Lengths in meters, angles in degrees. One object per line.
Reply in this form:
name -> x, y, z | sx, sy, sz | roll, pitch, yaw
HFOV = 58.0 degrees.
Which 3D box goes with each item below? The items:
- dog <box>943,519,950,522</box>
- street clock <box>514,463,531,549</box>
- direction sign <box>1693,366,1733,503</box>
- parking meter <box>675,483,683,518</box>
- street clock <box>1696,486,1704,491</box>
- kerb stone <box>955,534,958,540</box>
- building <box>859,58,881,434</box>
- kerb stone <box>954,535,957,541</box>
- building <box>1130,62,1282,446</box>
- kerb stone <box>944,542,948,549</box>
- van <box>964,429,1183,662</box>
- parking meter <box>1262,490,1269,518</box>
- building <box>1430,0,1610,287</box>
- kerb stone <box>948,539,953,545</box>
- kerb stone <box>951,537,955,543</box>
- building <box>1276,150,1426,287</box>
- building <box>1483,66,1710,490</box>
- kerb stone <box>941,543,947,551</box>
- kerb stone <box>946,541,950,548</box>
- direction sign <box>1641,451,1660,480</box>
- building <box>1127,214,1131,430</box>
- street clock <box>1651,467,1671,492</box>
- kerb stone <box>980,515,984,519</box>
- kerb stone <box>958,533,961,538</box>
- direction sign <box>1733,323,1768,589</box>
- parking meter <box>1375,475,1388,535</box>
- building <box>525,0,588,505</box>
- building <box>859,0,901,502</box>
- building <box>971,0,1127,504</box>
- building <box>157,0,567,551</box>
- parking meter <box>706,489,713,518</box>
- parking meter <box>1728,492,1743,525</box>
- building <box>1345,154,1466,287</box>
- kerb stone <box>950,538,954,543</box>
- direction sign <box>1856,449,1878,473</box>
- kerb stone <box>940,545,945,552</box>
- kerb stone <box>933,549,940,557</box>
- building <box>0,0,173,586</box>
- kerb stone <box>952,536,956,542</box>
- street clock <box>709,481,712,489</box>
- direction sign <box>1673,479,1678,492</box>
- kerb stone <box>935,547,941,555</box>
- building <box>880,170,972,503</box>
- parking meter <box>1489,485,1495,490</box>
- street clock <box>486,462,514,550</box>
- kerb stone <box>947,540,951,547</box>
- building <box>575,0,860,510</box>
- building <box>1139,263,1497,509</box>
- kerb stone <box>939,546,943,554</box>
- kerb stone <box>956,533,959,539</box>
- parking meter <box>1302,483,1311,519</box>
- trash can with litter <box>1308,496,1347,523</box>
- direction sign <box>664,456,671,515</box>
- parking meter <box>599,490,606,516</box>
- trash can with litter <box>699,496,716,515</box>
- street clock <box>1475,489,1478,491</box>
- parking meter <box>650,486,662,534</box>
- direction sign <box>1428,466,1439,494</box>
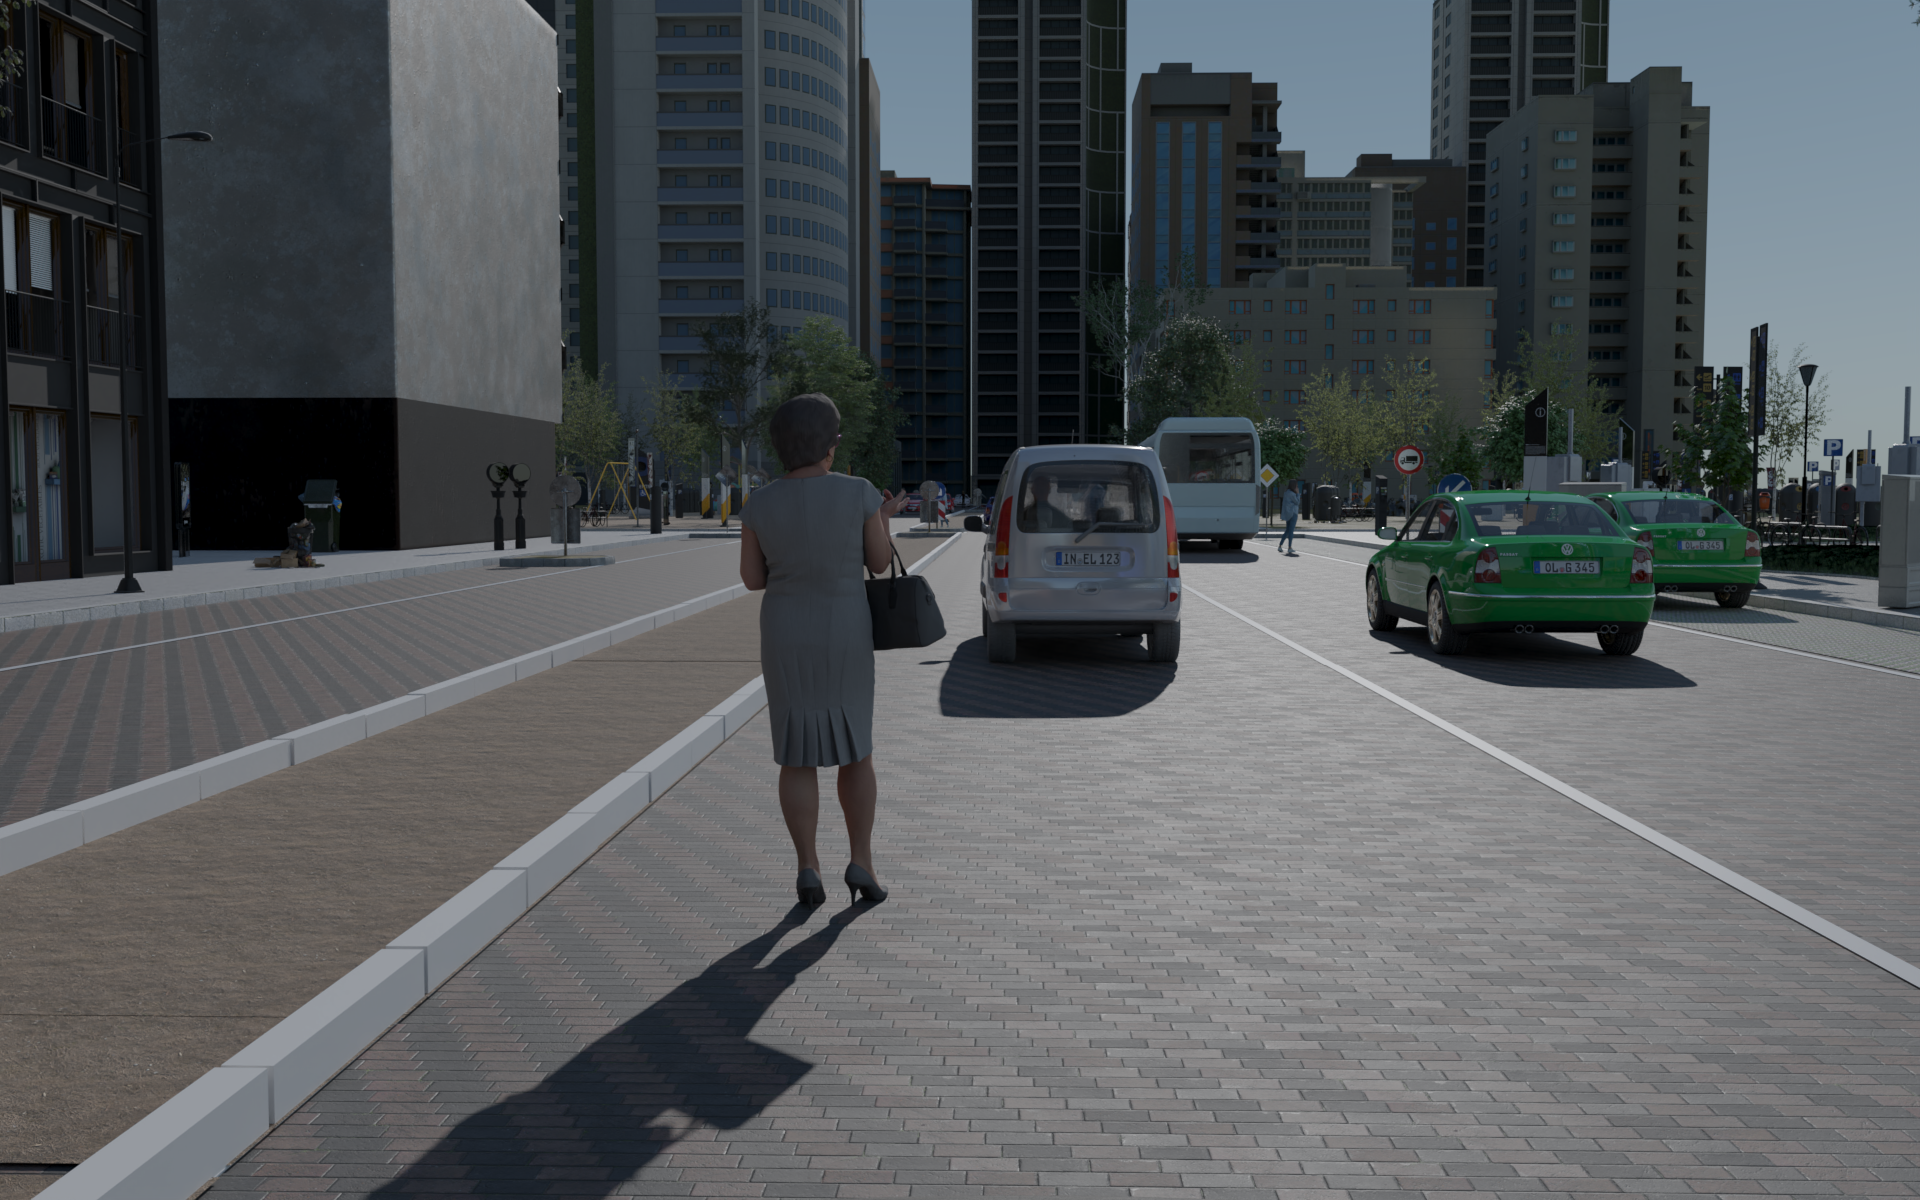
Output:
dog -> -0.659, -4.155, 88.135 | 0.748, 0.427, 0.550 | -1, 4, -18
street clock -> -10.319, -2.205, 40.622 | 0.471, 2.002, 0.358 | -3, 5, -42
direction sign -> 13.436, -2.372, 30.779 | 0.876, 3.537, 0.379 | 0, 4, -4
parking meter -> -14.941, -5.281, 92.055 | 0.399, 1.863, 0.255 | -2, 4, -31
street clock -> 41.015, -5.594, 96.025 | 0.471, 2.002, 0.358 | 1, 4, 15
kerb stone -> -0.199, -1.795, 51.538 | 0.120, 0.150, 1.000 | 0, 4, 2
building -> -15.459, -32.143, 175.641 | 14.600, 45.320, 14.200 | 0, 4, 2
kerb stone -> -0.225, -1.732, 50.516 | 0.120, 0.150, 1.000 | 0, 4, 2
building -> 25.261, -32.485, 181.232 | 14.600, 45.320, 14.200 | 0, 4, 2
kerb stone -> -0.435, -1.294, 43.345 | 0.120, 0.150, 1.000 | 0, 4, 2
van -> 1.043, -0.559, 16.153 | 2.013, 2.044, 4.112 | 0, 4, 0
parking meter -> 16.684, -5.265, 94.501 | 0.372, 1.533, 0.369 | 0, 3, 0
building -> 75.626, -48.586, 232.634 | 20.611, 71.187, 20.563 | 0, 4, 2
kerb stone -> -0.344, -1.476, 46.423 | 0.120, 0.150, 1.000 | 0, 4, 2
kerb stone -> -0.291, -1.607, 48.466 | 0.120, 0.150, 1.000 | 0, 4, 2
building -> 34.945, -31.110, 200.531 | 32.217, 40.220, 23.993 | 0, 4, 2
building -> 74.305, -35.331, 201.363 | 21.600, 48.544, 21.300 | 0, 4, 2
kerb stone -> -0.467, -1.231, 42.324 | 0.120, 0.150, 1.000 | 0, 4, 2
kerb stone -> -0.405, -1.355, 44.375 | 0.120, 0.150, 1.000 | 0, 4, 2
direction sign -> 36.317, -6.063, 91.127 | 0.876, 3.537, 0.379 | 1, 4, 20
building -> 29.799, -33.535, 231.895 | 14.086, 41.232, 14.154 | 0, 4, 2
street clock -> 18.903, -2.578, 46.728 | 0.471, 2.002, 0.358 | -1, 4, -21
kerb stone -> 1.500, -5.275, 108.459 | 0.120, 0.150, 1.000 | 0, 4, 2
kerb stone -> -0.127, -1.915, 53.580 | 0.120, 0.150, 1.000 | 0, 4, 2
direction sign -> 10.748, -1.921, 23.398 | 0.379, 3.537, 0.876 | 1, 4, 12
parking meter -> 13.122, -2.950, 53.952 | 0.255, 1.863, 0.399 | -1, 4, -11
building -> -48.838, -46.881, 204.754 | 20.611, 71.187, 20.563 | 0, 4, 2
building -> -23.104, -54.364, 201.521 | 31.000, 86.520, 22.319 | 0, 4, 2
building -> 12.061, -48.698, 234.463 | 20.611, 71.187, 20.563 | 0, 4, 2
building -> -20.773, -10.992, 47.166 | 16.811, 18.784, 16.820 | 0, 4, 2
parking meter -> -13.209, -5.078, 91.442 | 0.372, 1.533, 0.369 | 0, 3, 0
parking meter -> 22.850, -2.607, 51.036 | 0.372, 1.533, 0.369 | 0, 3, 0
building -> 58.132, -35.510, 230.694 | 14.200, 45.320, 14.600 | 0, 4, 2
kerb stone -> -0.312, -1.543, 47.444 | 0.120, 0.150, 1.000 | 0, 4, 2
direction sign -> 45.692, -5.836, 87.417 | 0.876, 3.537, 0.379 | 1, 4, 12
kerb stone -> -0.505, -1.168, 41.297 | 0.120, 0.150, 1.000 | 0, 4, 2
kerb stone -> -0.586, -0.980, 38.222 | 0.120, 0.150, 1.000 | 0, 4, 2
building -> -19.559, -11.676, 20.579 | 12.332, 23.373, 15.834 | 0, 4, 2
kerb stone -> -0.261, -1.670, 49.492 | 0.120, 0.150, 1.000 | 0, 4, 2
street clock -> -13.974, -5.594, 96.031 | 0.471, 2.002, 0.358 | -1, 4, -22
direction sign -> 44.497, -7.056, 107.359 | 0.876, 3.537, 0.379 | -2, 4, -30
kerb stone -> -0.563, -1.043, 39.244 | 0.120, 0.150, 1.000 | 0, 4, 2
building -> -12.638, -35.619, 237.000 | 28.867, 44.769, 22.147 | 0, 4, 2
parking meter -> 34.751, -6.567, 113.076 | 0.399, 1.863, 0.255 | 2, 4, 26
street clock -> -10.514, -2.133, 39.451 | 0.471, 2.002, 0.358 | -2, 4, -32
kerb stone -> -0.375, -1.414, 45.398 | 0.120, 0.150, 1.000 | 0, 4, 2
building -> -20.642, -37.444, 154.215 | 21.231, 58.520, 28.212 | 0, 4, 2
building -> 31.358, -19.236, 159.555 | 27.650, 21.520, 28.899 | 0, 4, 2
kerb stone -> -0.525, -1.106, 40.274 | 0.120, 0.150, 1.000 | 0, 4, 2
kerb stone -> -0.167, -1.856, 52.559 | 0.120, 0.150, 1.000 | 0, 4, 2
parking meter -> 17.546, -5.022, 87.813 | 0.255, 1.863, 0.399 | -3, 5, -42
trash can with litter -> 16.216, -4.005, 76.539 | 2.233, 1.210, 1.678 | -2, 4, -24
direction sign -> -17.574, -6.861, 104.175 | 0.379, 3.537, 0.876 | -2, 4, -32
parking meter -> -20.538, -5.567, 99.428 | 0.372, 1.533, 0.369 | 0, 3, 0
trash can with litter -> -15.190, -5.680, 104.249 | 1.055, 1.170, 0.624 | 0, 4, 7
street clock -> 33.376, -6.588, 112.284 | 0.471, 2.002, 0.358 | 2, 4, 28
parking meter -> -9.807, -2.901, 55.846 | 0.372, 1.533, 0.369 | 0, 3, 0
direction sign -> 37.735, -8.929, 137.994 | 0.876, 3.537, 0.379 | 2, 4, 27
